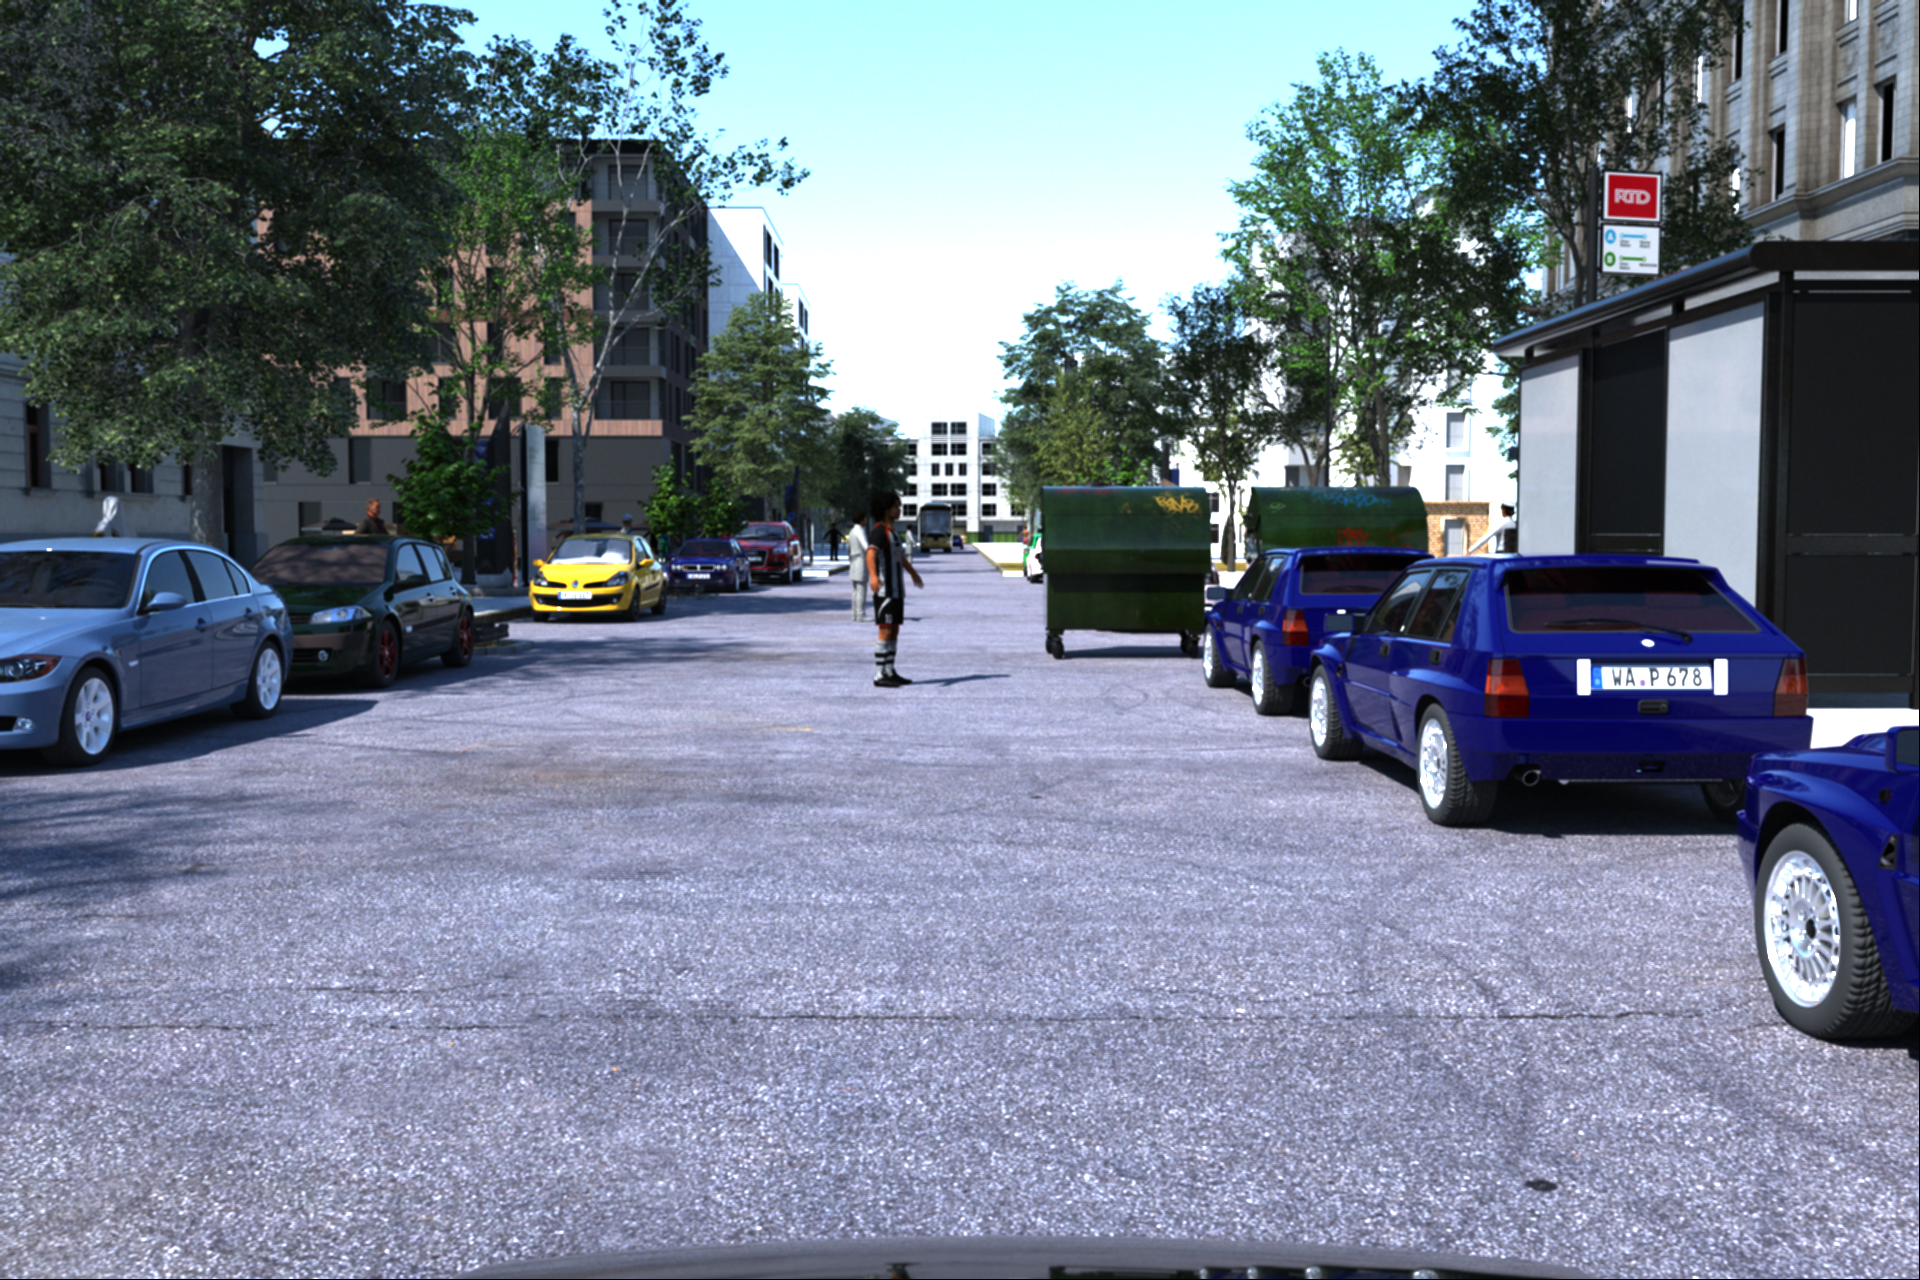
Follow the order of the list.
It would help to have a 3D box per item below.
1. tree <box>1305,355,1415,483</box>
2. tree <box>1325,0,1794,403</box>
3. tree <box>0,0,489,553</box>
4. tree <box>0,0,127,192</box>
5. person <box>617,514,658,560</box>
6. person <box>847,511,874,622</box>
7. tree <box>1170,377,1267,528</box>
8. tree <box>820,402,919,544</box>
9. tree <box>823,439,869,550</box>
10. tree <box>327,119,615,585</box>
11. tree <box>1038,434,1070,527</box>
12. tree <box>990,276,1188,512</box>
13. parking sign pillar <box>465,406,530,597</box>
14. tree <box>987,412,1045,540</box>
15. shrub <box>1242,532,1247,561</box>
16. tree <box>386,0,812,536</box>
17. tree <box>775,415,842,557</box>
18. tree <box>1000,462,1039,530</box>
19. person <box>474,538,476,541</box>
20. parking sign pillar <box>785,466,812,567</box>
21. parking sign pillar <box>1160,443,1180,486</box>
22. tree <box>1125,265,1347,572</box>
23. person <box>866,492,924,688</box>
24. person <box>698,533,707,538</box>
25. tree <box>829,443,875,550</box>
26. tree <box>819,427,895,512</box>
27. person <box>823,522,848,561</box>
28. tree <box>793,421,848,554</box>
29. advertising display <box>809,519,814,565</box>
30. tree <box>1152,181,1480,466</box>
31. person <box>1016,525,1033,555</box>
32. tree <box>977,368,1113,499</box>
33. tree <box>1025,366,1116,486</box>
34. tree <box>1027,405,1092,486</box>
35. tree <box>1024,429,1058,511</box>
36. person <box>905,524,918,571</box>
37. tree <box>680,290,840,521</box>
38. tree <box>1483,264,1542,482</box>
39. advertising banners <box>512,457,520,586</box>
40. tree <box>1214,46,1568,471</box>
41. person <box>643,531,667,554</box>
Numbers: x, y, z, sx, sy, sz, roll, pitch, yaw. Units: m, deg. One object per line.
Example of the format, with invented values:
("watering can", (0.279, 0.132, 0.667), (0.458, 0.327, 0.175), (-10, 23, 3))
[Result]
("tree", (15.627, -7.110, 66.612), (4.737, 8.622, 4.395), (0, 3, 0))
("tree", (9.190, -5.632, 26.501), (7.601, 10.594, 8.767), (0, 4, -3))
("tree", (-12.347, -7.419, 27.950), (9.857, 13.997, 8.962), (0, 3, 0))
("tree", (-12.350, -6.314, 13.611), (12.009, 13.543, 11.850), (0, 3, 0))
("person", (-6.791, -1.662, 35.481), (1.347, 1.847, 0.705), (2, 4, 28))
("person", (-1.618, -1.211, 28.444), (0.705, 1.806, 1.347), (-1, 4, -23))
("tree", (11.250, -7.513, 73.206), (4.737, 8.622, 4.395), (0, 3, 0))
("tree", (-8.806, -15.834, 165.542), (9.857, 13.997, 8.962), (0, 3, 0))
("tree", (-9.744, -11.311, 135.304), (4.360, 8.622, 3.978), (0, 3, 0))
("tree", (-12.389, -7.217, 43.754), (9.928, 11.665, 9.643), (0, 3, 0))
("tree", (6.366, -9.566, 106.764), (4.737, 8.622, 4.395), (0, 3, 0))
("tree", (6.431, -10.891, 84.730), (9.857, 13.997, 8.962), (0, 3, 0))
("parking sign pillar", (-9.659, -2.899, 35.866), (1.447, 3.967, 1.447), (0, 4, 0))
("tree", (5.935, -13.028, 138.769), (9.928, 11.665, 9.643), (0, 3, 0))
("shrub", (11.433, -3.746, 65.282), (1.661, 2.075, 1.752), (0, 3, 0))
("tree", (-11.671, -12.255, 56.263), (12.611, 20.169, 13.585), (0, 3, 0))
("tree", (-8.817, -9.088, 98.946), (4.360, 8.622, 3.978), (0, 3, 0))
("tree", (5.872, -12.775, 159.235), (4.737, 8.622, 4.395), (0, 3, 0))
("person", (-18.782, -3.585, 67.885), (0.991, 1.433, 0.599), (-2, 4, -30))
("parking sign pillar", (-6.538, -4.853, 67.824), (1.447, 3.967, 1.447), (0, 4, 0))
("parking sign pillar", (6.282, -3.889, 52.064), (1.447, 3.967, 1.447), (0, 4, 0))
("tree", (9.350, -7.561, 58.042), (8.767, 10.594, 7.601), (3, 5, 41))
("person", (-0.650, -0.472, 16.320), (0.704, 1.843, 1.345), (1, 4, 16))
("person", (-9.284, -3.549, 64.300), (1.348, 1.796, 0.705), (2, 4, 25))
("tree", (-9.627, -11.677, 141.274), (4.360, 8.622, 3.978), (0, 3, 0))
("tree", (-9.123, -13.301, 151.884), (7.601, 10.594, 8.767), (0, 4, 2))
("person", (-5.985, -4.685, 82.539), (1.347, 1.837, 0.705), (2, 4, 23))
("tree", (-8.971, -9.825, 111.005), (4.737, 8.622, 4.395), (0, 3, 0))
("advertising display", (-6.249, -4.137, 72.858), (0.123, 1.923, 0.974), (0, 4, 1))
("tree", (9.371, -6.843, 46.298), (8.767, 10.594, 7.601), (0, 4, -3))
("person", (3.425, -5.036, 89.139), (1.217, 1.733, 0.721), (2, 4, 29))
("tree", (6.471, -13.250, 127.007), (12.009, 13.543, 11.850), (0, 3, 0))
("tree", (4.911, -7.647, 75.389), (4.737, 8.622, 4.395), (0, 3, 0))
("tree", (5.966, -8.861, 95.233), (4.360, 8.622, 3.978), (0, 3, 0))
("tree", (6.913, -10.248, 117.918), (4.360, 8.622, 3.978), (0, 3, 0))
("person", (-1.903, -3.557, 66.804), (0.705, 1.806, 1.347), (-1, 4, -16))
("tree", (-9.368, -9.975, 81.224), (7.486, 12.596, 7.792), (0, 3, 0))
("tree", (26.020, -10.053, 71.029), (9.857, 13.997, 8.962), (0, 3, 0))
("advertising banners", (-10.025, -2.610, 38.862), (0.090, 3.025, 2.074), (0, 4, -1))
("tree", (9.223, -6.864, 37.982), (9.928, 11.665, 9.643), (0, 3, 0))
("person", (-13.774, -4.386, 77.894), (1.347, 1.806, 0.705), (-2, 4, -35))
